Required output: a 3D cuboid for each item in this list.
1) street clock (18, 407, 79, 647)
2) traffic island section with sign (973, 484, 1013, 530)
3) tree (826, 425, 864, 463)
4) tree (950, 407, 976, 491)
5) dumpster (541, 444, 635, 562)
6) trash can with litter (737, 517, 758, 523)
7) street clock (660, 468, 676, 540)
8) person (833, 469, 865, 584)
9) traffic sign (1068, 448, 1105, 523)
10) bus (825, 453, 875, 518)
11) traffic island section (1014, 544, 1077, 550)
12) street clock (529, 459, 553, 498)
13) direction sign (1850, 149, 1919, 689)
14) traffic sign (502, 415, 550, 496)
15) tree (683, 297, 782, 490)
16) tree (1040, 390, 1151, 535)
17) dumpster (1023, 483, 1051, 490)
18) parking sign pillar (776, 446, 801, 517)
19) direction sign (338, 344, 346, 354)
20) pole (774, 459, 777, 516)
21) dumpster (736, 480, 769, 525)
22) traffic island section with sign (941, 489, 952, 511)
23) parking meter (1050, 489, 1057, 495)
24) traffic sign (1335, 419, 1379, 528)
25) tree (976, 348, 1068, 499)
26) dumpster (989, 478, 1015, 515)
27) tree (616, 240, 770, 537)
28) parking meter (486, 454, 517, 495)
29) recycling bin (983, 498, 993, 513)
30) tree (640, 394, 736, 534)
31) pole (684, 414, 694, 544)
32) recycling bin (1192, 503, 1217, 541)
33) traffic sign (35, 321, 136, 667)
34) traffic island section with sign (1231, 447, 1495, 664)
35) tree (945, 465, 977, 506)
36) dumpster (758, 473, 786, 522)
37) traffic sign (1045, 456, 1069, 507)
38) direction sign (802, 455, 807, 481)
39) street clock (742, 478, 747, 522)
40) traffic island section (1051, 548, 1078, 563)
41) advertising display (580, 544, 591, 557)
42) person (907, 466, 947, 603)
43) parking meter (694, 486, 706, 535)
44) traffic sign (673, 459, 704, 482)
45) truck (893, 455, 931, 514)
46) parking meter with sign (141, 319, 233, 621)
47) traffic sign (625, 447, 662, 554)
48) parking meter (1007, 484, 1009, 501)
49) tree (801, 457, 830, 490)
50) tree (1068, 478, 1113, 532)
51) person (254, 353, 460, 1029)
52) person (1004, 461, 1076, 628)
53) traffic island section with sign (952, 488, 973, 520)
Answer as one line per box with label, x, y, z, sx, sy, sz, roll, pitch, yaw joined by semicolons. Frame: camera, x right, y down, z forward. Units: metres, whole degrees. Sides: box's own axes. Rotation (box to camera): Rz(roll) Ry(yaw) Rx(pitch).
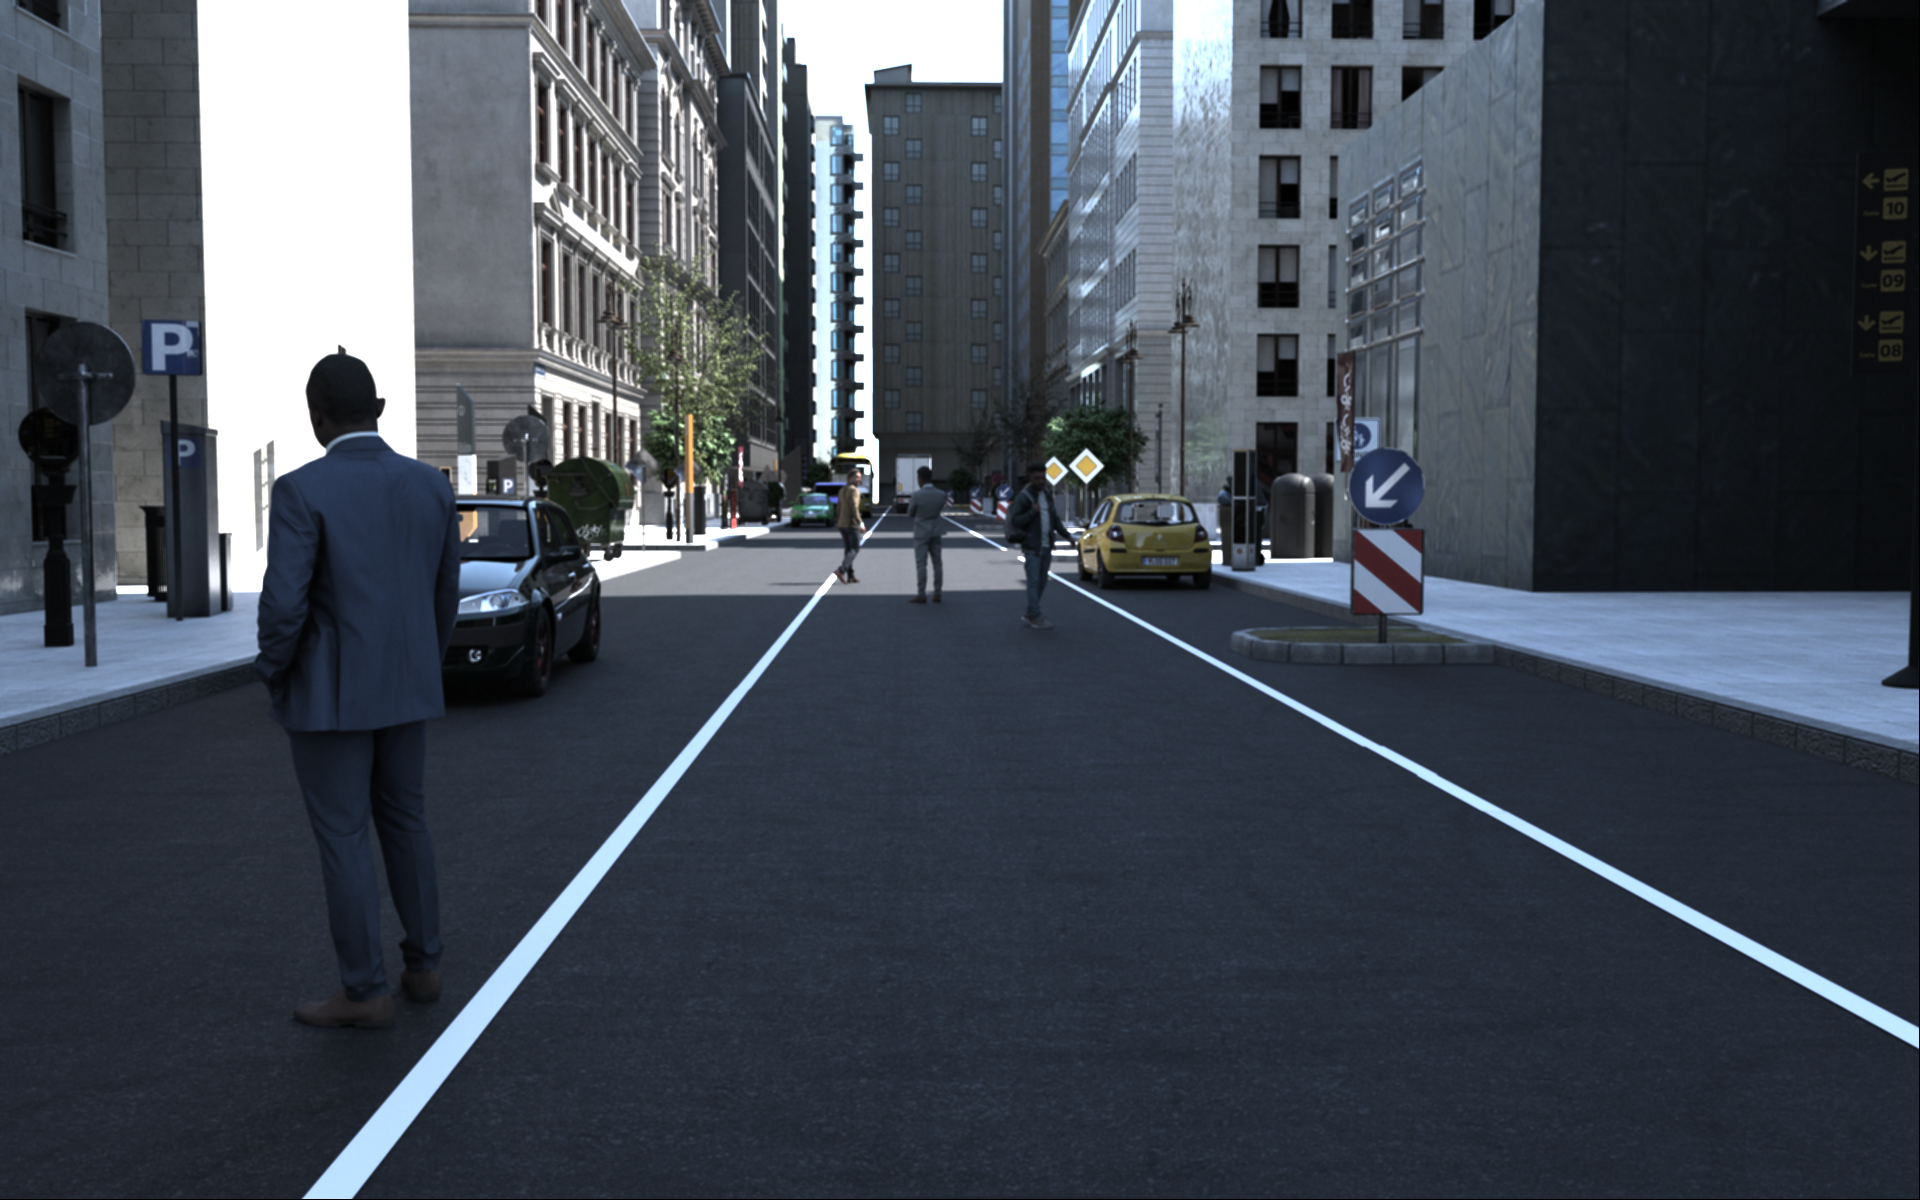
street clock;-7.611;-0.612;14.576;0.471;2.002;0.358;-1;4;-15
traffic island section with sign;1.651;-3.764;70.175;1.989;1.847;2.006;0;4;-2
tree;-12.179;-14.236;183.125;4.360;8.622;3.978;0;3;0
tree;1.367;-11.720;141.980;4.360;8.622;3.978;0;3;0
dumpster;-7.161;-1.888;33.369;1.502;2.255;1.985;0;4;-2
trash can with litter;-9.487;-4.020;77.119;1.055;1.170;0.624;1;4;9
street clock;-8.108;-2.674;48.296;0.471;2.002;0.358;-1;4;-14
person;-1.754;-1.180;27.706;0.656;1.842;0.836;2;4;26
traffic sign;2.734;-2.073;37.532;0.795;2.450;0.064;0;4;-2
bus;-6.699;-7.104;107.694;2.896;3.916;12.252;0;4;-2
traffic island section;2.485;-1.426;45.591;2.009;0.180;2.903;0;4;-2
street clock;-8.600;-1.898;35.598;0.358;2.002;0.471;3;5;41
direction sign;6.364;-1.190;11.453;0.876;3.537;0.379;1;4;16
traffic sign;-7.000;-1.704;27.964;0.768;2.556;0.104;0;4;-1
tree;-8.862;-7.046;65.558;4.360;8.622;3.978;0;3;0
tree;4.312;-4.343;54.724;4.285;4.588;4.351;0;3;0
dumpster;3.534;-4.498;79.300;1.264;1.857;1.865;0;4;-2
parking sign pillar;-9.563;-6.627;96.818;1.447;3.967;1.447;-2;4;-34
direction sign;-9.481;-2.121;26.684;0.379;3.537;0.876;-1;4;-13
pole;-10.837;-6.606;101.846;0.158;3.312;0.155;0;3;0
dumpster;-8.540;-4.009;71.313;1.264;1.857;1.865;0;4;-2
traffic island section with sign;-0.976;-8.481;147.287;1.989;1.847;2.006;0;4;-2
parking meter;4.580;-4.668;84.727;0.372;1.533;0.369;0;3;0
traffic sign;5.326;-1.295;23.303;0.606;2.300;0.079;0;4;3
tree;3.389;-8.336;86.649;4.360;8.622;3.978;0;3;0
dumpster;2.560;-6.300;105.503;1.502;2.255;1.985;0;4;-2
tree;-8.051;-6.154;50.985;4.737;8.622;4.395;0;3;0
parking meter;-6.692;-1.199;25.317;0.255;1.863;0.399;3;4;36
recycling bin;1.891;-6.322;115.913;0.722;1.027;0.722;0;4;1
tree;-8.875;-4.441;56.329;4.285;4.588;4.351;0;3;0
pole;-6.955;-3.096;44.462;0.158;3.312;0.155;0;3;0
recycling bin;6.647;-2.162;47.906;0.722;1.027;0.722;-1;4;-12
traffic sign;-6.471;-0.778;12.820;0.768;2.556;0.104;0;4;3
traffic island section with sign;3.508;-0.424;15.558;1.989;1.847;2.006;0;4;-2
tree;0.058;-12.427;186.902;4.285;4.588;4.351;0;3;0
dumpster;-8.732;-4.678;78.972;1.502;2.255;1.985;0;4;-2
traffic sign;2.462;-2.561;45.513;0.795;2.450;0.064;0;4;-2
direction sign;-9.222;-6.619;100.214;0.876;3.537;0.379;2;4;34
street clock;-9.771;-4.535;78.723;0.358;2.002;0.471;-1;4;-9
traffic island section;2.757;-0.938;37.610;2.009;0.180;2.903;0;4;-2
advertising display;-7.714;-1.850;35.458;0.123;1.923;0.974;-2;4;-26
person;-0.464;-0.877;23.016;0.511;1.800;0.466;-3;5;-42
parking meter;-8.084;-2.777;53.812;0.372;1.533;0.369;0;3;0
traffic sign;-7.078;-2.542;45.209;0.795;2.450;0.064;0;4;-2
truck;-3.512;-8.532;128.409;2.839;4.237;11.283;0;4;-2
parking meter with sign;-8.073;-1.345;18.245;0.543;3.016;1.738;-1;4;-12
traffic sign;-6.806;-2.054;37.229;0.795;2.450;0.064;0;4;-2
parking meter;2.696;-5.899;102.167;0.255;1.863;0.399;-2;4;-28
tree;-12.243;-10.260;151.465;4.285;4.588;4.351;0;3;0
tree;4.502;-3.896;58.299;1.663;3.219;1.824;0;3;0
person;-1.605;0.243;4.702;0.419;1.800;0.721;2;4;27
person;0.823;-0.596;18.592;0.721;1.781;0.623;2;4;34
traffic island section with sign;0.730;-5.412;97.115;1.989;1.847;2.006;0;4;-2
